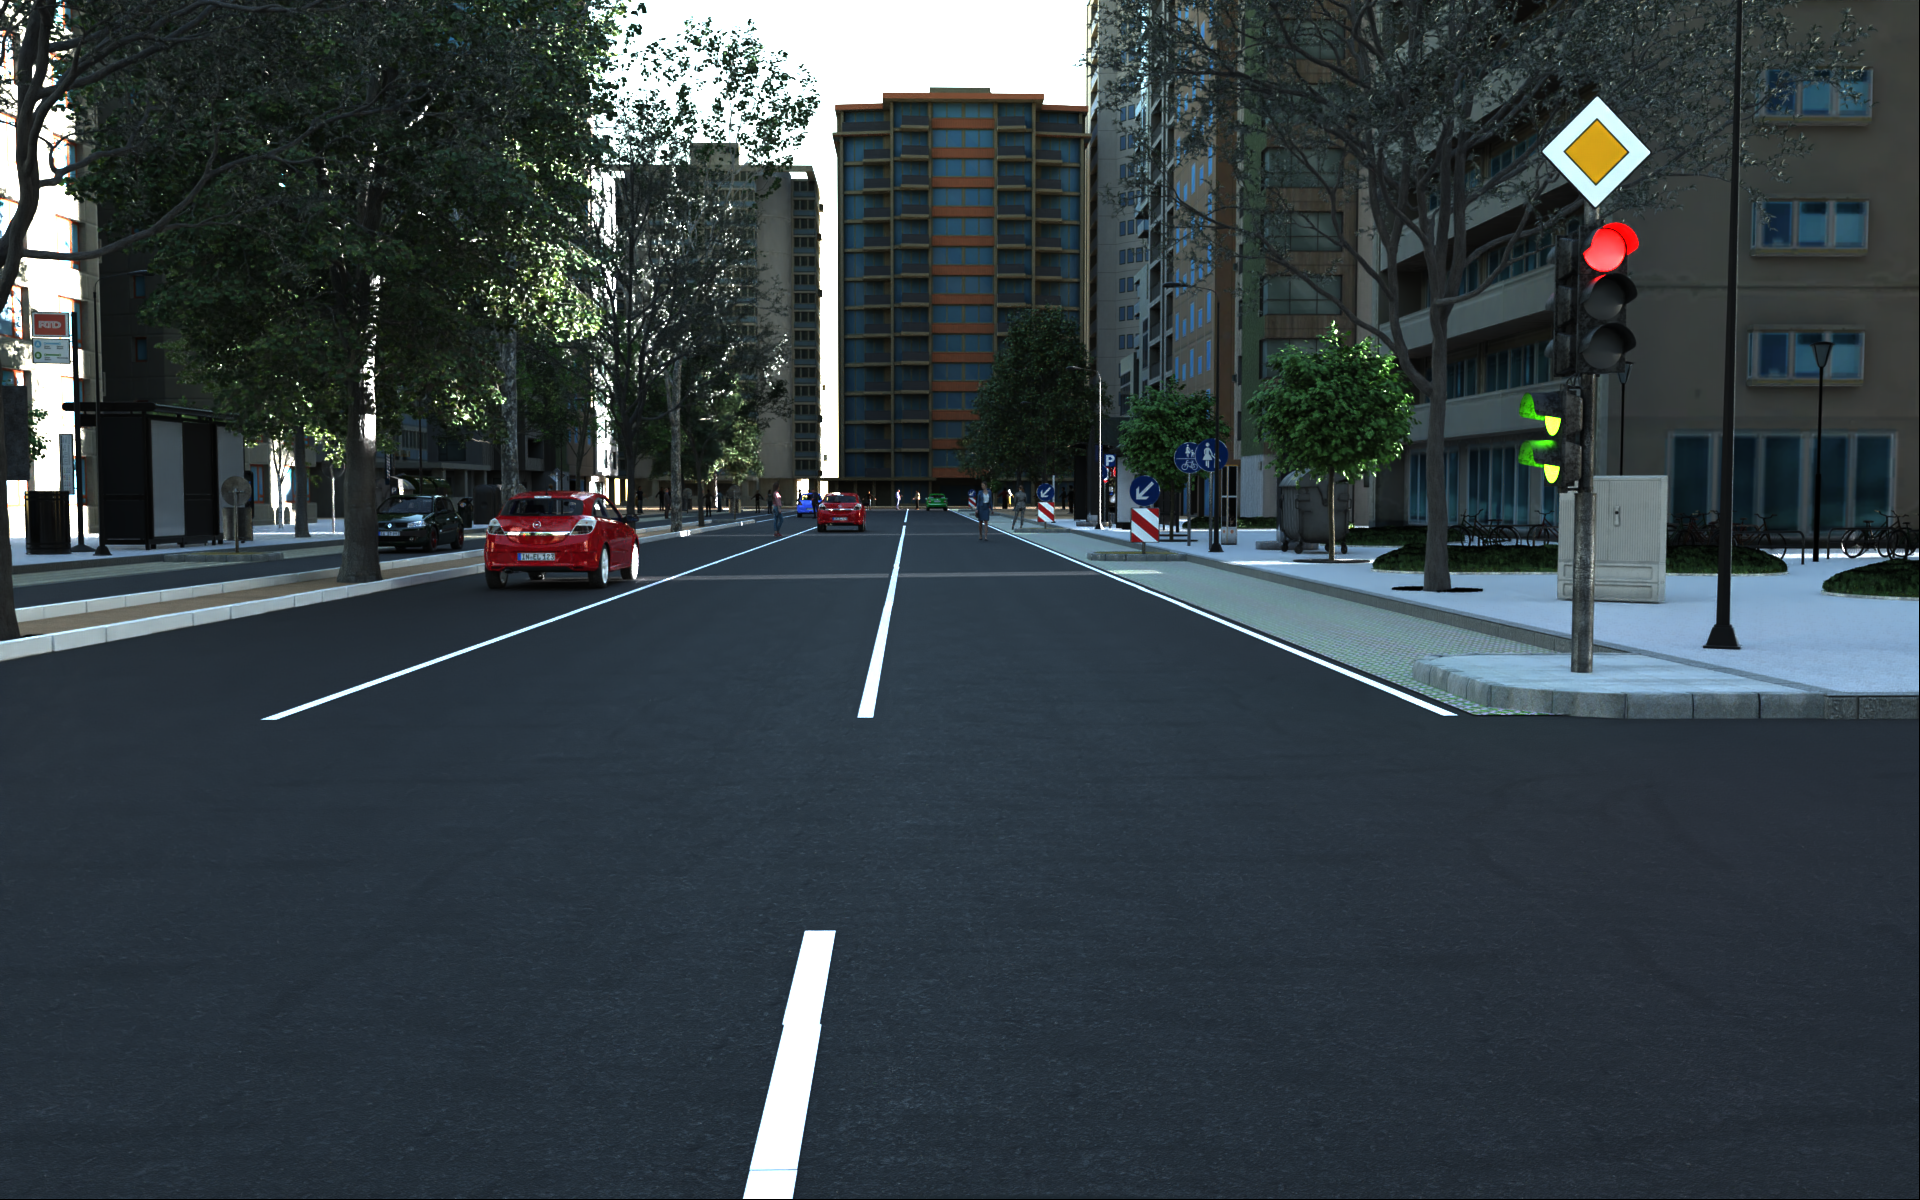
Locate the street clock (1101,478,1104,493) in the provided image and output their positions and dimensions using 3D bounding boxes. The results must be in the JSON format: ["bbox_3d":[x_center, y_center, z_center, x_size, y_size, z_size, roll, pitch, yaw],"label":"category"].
[{"bbox_3d":[5.622,-4.057,70.910,0.471,2.002,0.358,2,4,33],"label":"street clock"}]

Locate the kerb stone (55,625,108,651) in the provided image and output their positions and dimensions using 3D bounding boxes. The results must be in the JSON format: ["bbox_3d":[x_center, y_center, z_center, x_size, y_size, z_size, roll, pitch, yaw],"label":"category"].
[{"bbox_3d":[-8.308,0.364,16.248,0.120,0.150,1.000,0,4,-2],"label":"kerb stone"}]

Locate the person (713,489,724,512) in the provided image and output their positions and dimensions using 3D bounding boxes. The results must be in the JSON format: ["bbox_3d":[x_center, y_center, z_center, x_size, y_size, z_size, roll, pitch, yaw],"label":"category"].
[{"bbox_3d":[-18.971,-7.812,136.317,0.705,1.814,1.350,2,4,29],"label":"person"}]

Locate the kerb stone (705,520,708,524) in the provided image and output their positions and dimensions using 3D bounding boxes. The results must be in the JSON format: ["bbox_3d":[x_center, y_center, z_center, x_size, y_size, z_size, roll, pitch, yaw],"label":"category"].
[{"bbox_3d":[-12.302,-3.694,82.751,0.120,0.150,1.000,0,4,-2],"label":"kerb stone"}]

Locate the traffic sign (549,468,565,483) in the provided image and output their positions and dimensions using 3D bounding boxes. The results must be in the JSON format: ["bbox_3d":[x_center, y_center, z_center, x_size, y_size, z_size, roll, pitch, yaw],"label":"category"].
[{"bbox_3d":[-19.741,-5.205,84.829,0.795,2.593,0.064,0,4,1],"label":"traffic sign"}]

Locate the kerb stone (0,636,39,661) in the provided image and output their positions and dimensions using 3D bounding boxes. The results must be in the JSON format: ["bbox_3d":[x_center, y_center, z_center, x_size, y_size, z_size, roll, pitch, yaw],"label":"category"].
[{"bbox_3d":[-8.289,0.427,15.218,0.120,0.150,1.000,0,4,-2],"label":"kerb stone"}]

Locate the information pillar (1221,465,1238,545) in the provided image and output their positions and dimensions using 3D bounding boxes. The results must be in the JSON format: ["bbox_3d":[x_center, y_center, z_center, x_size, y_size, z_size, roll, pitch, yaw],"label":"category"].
[{"bbox_3d":[6.793,-2.397,43.688,0.304,2.012,0.304,-1,4,-23],"label":"information pillar"}]

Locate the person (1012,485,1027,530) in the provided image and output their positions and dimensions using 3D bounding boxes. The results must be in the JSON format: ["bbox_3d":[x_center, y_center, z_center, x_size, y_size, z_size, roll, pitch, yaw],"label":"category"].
[{"bbox_3d":[2.365,-3.697,69.216,0.520,1.790,0.573,-1,4,-23],"label":"person"}]

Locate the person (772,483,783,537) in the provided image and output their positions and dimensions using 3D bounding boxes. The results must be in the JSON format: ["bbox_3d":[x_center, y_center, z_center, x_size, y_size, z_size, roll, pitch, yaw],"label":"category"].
[{"bbox_3d":[-6.147,-3.050,58.371,0.388,1.821,0.555,-2,4,-28],"label":"person"}]

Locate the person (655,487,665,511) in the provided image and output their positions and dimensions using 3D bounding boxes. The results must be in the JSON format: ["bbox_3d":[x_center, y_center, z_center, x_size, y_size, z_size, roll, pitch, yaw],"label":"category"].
[{"bbox_3d":[-23.009,-7.808,133.731,0.705,1.821,1.348,3,5,43],"label":"person"}]

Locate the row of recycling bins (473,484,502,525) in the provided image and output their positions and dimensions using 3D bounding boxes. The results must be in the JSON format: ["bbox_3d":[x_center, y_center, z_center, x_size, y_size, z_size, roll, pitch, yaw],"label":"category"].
[{"bbox_3d":[-20.128,-4.130,74.645,1.069,1.692,3.534,0,3,0],"label":"row of recycling bins"}]

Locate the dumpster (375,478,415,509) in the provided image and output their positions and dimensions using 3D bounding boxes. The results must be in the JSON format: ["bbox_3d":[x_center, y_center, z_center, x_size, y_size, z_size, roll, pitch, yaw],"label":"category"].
[{"bbox_3d":[-20.405,-3.448,62.127,1.264,1.857,1.865,0,4,-2],"label":"dumpster"}]

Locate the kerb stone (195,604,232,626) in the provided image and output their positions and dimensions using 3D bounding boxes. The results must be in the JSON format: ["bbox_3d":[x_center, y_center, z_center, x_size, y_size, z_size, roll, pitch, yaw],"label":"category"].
[{"bbox_3d":[-8.401,0.176,19.314,0.120,0.150,1.000,0,4,-2],"label":"kerb stone"}]

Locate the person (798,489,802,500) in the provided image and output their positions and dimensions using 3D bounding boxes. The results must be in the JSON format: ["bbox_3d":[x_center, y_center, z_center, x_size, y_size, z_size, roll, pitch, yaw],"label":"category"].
[{"bbox_3d":[-13.313,-8.285,143.598,0.705,1.869,1.348,0,3,0],"label":"person"}]

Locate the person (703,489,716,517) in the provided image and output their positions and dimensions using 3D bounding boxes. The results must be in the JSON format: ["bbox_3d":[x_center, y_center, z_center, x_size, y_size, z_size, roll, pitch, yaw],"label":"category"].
[{"bbox_3d":[-15.960,-6.137,109.563,1.217,1.735,0.721,-3,4,-39],"label":"person"}]

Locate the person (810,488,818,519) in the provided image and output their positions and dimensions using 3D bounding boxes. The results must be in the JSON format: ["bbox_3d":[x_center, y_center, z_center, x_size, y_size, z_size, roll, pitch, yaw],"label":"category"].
[{"bbox_3d":[-8.507,-5.643,101.206,0.683,1.767,0.568,2,4,30],"label":"person"}]

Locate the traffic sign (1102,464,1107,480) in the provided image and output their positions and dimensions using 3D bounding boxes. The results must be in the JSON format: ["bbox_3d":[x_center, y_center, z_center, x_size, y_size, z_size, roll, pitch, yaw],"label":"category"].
[{"bbox_3d":[5.739,-4.395,71.969,0.768,2.556,0.104,0,4,8],"label":"traffic sign"}]

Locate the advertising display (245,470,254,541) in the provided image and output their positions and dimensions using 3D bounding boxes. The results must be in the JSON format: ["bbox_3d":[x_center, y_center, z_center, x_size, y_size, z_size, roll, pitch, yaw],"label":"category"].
[{"bbox_3d":[-19.746,-2.567,47.192,0.974,1.923,0.123,0,4,-2],"label":"advertising display"}]

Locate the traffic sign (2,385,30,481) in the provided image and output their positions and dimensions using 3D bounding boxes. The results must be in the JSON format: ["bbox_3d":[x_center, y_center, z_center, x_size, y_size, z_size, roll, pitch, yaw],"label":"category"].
[{"bbox_3d":[-18.599,-2.367,32.573,2.265,3.308,0.079,0,4,5],"label":"traffic sign"}]

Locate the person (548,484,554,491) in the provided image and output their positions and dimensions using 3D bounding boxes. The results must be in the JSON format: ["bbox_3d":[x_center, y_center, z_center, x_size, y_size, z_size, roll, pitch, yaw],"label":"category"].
[{"bbox_3d":[-21.206,-5.121,89.852,0.705,1.814,1.350,0,4,-3],"label":"person"}]

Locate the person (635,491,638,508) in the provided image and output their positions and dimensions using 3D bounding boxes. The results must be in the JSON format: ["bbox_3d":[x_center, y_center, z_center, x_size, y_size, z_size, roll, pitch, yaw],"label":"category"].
[{"bbox_3d":[-31.000,-9.574,165.766,0.721,1.736,1.217,-1,4,-22],"label":"person"}]

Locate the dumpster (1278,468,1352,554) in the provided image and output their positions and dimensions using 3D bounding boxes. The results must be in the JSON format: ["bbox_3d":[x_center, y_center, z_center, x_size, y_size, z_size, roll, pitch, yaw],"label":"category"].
[{"bbox_3d":[7.734,-1.953,37.698,1.264,1.857,1.865,0,4,-2],"label":"dumpster"}]

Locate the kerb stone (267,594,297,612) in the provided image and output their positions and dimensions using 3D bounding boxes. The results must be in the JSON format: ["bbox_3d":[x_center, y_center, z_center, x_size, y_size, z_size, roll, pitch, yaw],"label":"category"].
[{"bbox_3d":[-8.464,0.056,21.390,0.120,0.150,1.000,0,4,-2],"label":"kerb stone"}]

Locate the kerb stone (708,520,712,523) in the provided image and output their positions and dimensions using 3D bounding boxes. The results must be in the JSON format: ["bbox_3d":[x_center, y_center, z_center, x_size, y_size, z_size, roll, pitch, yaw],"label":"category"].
[{"bbox_3d":[-12.354,-3.827,84.798,0.120,0.150,1.000,0,4,-2],"label":"kerb stone"}]

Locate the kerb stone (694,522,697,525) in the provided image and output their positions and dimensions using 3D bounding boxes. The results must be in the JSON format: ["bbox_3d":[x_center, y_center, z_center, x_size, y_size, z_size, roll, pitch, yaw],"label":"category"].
[{"bbox_3d":[-12.177,-3.454,78.661,0.120,0.150,1.000,0,4,-2],"label":"kerb stone"}]

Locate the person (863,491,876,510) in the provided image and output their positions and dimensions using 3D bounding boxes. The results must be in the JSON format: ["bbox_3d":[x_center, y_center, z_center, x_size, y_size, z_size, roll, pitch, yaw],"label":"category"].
[{"bbox_3d":[-8.142,-8.923,155.209,1.217,1.723,0.721,1,4,18],"label":"person"}]

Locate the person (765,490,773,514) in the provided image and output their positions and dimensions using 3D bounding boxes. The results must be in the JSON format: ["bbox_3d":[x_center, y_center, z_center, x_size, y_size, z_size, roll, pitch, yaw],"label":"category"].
[{"bbox_3d":[-13.517,-7.002,123.699,0.721,1.735,1.217,3,5,40],"label":"person"}]

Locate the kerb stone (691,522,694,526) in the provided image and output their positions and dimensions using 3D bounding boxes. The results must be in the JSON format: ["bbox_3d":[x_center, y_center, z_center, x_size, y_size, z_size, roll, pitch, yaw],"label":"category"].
[{"bbox_3d":[-12.152,-3.389,77.639,0.120,0.150,1.000,0,4,-2],"label":"kerb stone"}]

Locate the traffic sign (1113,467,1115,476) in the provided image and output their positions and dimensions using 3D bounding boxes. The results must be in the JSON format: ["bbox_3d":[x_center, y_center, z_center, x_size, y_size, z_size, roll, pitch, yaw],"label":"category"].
[{"bbox_3d":[6.491,-4.216,69.032,0.768,2.556,0.104,0,4,3],"label":"traffic sign"}]

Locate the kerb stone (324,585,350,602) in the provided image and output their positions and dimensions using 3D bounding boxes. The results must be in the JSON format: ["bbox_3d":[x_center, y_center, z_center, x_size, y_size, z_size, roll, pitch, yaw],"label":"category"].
[{"bbox_3d":[-8.519,-0.077,23.447,0.120,0.150,1.000,0,4,-2],"label":"kerb stone"}]

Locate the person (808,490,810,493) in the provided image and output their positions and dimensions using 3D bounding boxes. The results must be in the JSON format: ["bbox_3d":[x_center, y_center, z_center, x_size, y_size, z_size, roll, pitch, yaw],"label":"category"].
[{"bbox_3d":[-12.696,-8.389,145.674,1.348,1.822,0.705,0,4,-2],"label":"person"}]

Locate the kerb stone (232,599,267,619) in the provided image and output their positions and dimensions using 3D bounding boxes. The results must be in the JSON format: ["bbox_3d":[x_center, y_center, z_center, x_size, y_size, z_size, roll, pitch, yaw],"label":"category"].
[{"bbox_3d":[-8.421,0.113,20.351,0.120,0.150,1.000,0,4,-2],"label":"kerb stone"}]

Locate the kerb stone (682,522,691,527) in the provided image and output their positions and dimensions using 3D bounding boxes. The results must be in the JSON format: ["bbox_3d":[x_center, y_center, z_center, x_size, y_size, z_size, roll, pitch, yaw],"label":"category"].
[{"bbox_3d":[-12.130,-3.325,76.617,0.120,0.150,1.000,0,4,-2],"label":"kerb stone"}]

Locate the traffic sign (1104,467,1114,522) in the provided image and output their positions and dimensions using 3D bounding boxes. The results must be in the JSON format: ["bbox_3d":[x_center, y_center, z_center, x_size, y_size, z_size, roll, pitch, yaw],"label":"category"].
[{"bbox_3d":[6.383,-4.660,76.291,0.768,2.556,0.104,0,4,3],"label":"traffic sign"}]

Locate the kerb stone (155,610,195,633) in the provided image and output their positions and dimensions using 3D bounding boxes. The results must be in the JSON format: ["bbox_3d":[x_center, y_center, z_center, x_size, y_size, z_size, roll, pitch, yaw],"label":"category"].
[{"bbox_3d":[-8.375,0.239,18.292,0.120,0.150,1.000,0,4,-2],"label":"kerb stone"}]

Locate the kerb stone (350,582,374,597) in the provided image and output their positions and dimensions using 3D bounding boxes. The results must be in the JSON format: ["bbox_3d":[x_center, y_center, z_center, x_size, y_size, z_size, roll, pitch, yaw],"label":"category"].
[{"bbox_3d":[-8.542,-0.138,24.483,0.120,0.150,1.000,0,4,-2],"label":"kerb stone"}]

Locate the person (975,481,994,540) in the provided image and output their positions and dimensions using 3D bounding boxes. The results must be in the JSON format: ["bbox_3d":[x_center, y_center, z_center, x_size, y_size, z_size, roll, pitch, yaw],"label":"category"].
[{"bbox_3d":[0.758,-2.767,53.765,0.581,1.822,0.654,0,4,0],"label":"person"}]

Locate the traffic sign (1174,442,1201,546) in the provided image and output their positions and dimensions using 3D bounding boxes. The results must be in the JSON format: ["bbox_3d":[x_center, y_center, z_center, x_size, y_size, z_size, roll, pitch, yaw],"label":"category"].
[{"bbox_3d":[5.648,-2.601,42.638,0.768,2.556,0.104,0,4,7],"label":"traffic sign"}]

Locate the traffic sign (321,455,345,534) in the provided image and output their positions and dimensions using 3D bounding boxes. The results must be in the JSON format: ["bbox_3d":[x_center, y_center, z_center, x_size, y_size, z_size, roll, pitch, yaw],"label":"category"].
[{"bbox_3d":[-20.336,-3.428,56.161,0.768,2.556,0.104,0,3,0],"label":"traffic sign"}]

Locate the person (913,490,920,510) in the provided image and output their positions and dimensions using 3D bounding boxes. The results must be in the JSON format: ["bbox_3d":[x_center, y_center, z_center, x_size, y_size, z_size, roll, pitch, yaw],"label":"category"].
[{"bbox_3d":[-3.997,-9.286,160.342,0.705,1.823,1.348,-2,4,-25],"label":"person"}]

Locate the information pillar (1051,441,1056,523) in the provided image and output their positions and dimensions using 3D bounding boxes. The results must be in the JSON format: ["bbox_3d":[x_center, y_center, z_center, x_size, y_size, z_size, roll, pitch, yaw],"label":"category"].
[{"bbox_3d":[4.173,-5.243,77.081,0.183,3.616,0.504,0,4,5],"label":"information pillar"}]

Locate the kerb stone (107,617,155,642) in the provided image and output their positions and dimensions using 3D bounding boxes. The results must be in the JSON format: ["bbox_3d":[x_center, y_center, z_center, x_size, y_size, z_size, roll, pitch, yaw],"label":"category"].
[{"bbox_3d":[-8.338,0.303,17.271,0.120,0.150,1.000,0,4,-2],"label":"kerb stone"}]

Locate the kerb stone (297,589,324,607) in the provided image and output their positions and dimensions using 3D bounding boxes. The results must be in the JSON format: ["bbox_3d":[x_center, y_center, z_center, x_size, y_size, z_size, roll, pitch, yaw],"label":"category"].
[{"bbox_3d":[-8.489,-0.012,22.412,0.120,0.150,1.000,0,4,-2],"label":"kerb stone"}]

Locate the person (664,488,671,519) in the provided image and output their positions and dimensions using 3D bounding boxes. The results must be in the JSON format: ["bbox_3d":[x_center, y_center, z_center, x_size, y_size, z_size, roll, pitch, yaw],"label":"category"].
[{"bbox_3d":[-16.873,-5.561,99.978,0.434,1.755,0.990,-1,4,-15],"label":"person"}]

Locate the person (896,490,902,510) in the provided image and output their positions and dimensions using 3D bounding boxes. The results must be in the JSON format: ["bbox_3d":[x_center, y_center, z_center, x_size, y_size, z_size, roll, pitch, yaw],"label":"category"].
[{"bbox_3d":[-5.555,-9.149,157.953,0.599,1.838,0.709,0,4,4],"label":"person"}]

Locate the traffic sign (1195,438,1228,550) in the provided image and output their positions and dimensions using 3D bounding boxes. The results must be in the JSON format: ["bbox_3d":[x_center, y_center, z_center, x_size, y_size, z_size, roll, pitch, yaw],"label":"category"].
[{"bbox_3d":[5.755,-2.422,39.705,0.768,2.556,0.104,0,4,3],"label":"traffic sign"}]

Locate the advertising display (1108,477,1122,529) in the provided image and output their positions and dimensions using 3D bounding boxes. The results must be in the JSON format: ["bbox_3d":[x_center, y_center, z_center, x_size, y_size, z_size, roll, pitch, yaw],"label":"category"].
[{"bbox_3d":[5.997,-3.624,64.472,0.974,1.923,0.123,1,4,23],"label":"advertising display"}]

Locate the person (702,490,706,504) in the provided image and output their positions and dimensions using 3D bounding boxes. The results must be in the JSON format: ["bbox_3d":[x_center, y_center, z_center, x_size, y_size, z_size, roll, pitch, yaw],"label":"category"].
[{"bbox_3d":[-18.337,-7.041,124.146,0.750,1.759,0.617,1,4,12],"label":"person"}]

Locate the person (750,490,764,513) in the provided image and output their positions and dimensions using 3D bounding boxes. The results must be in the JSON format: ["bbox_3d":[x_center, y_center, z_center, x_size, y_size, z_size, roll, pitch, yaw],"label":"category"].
[{"bbox_3d":[-15.270,-7.416,130.271,1.217,1.766,0.721,-3,5,-41],"label":"person"}]
